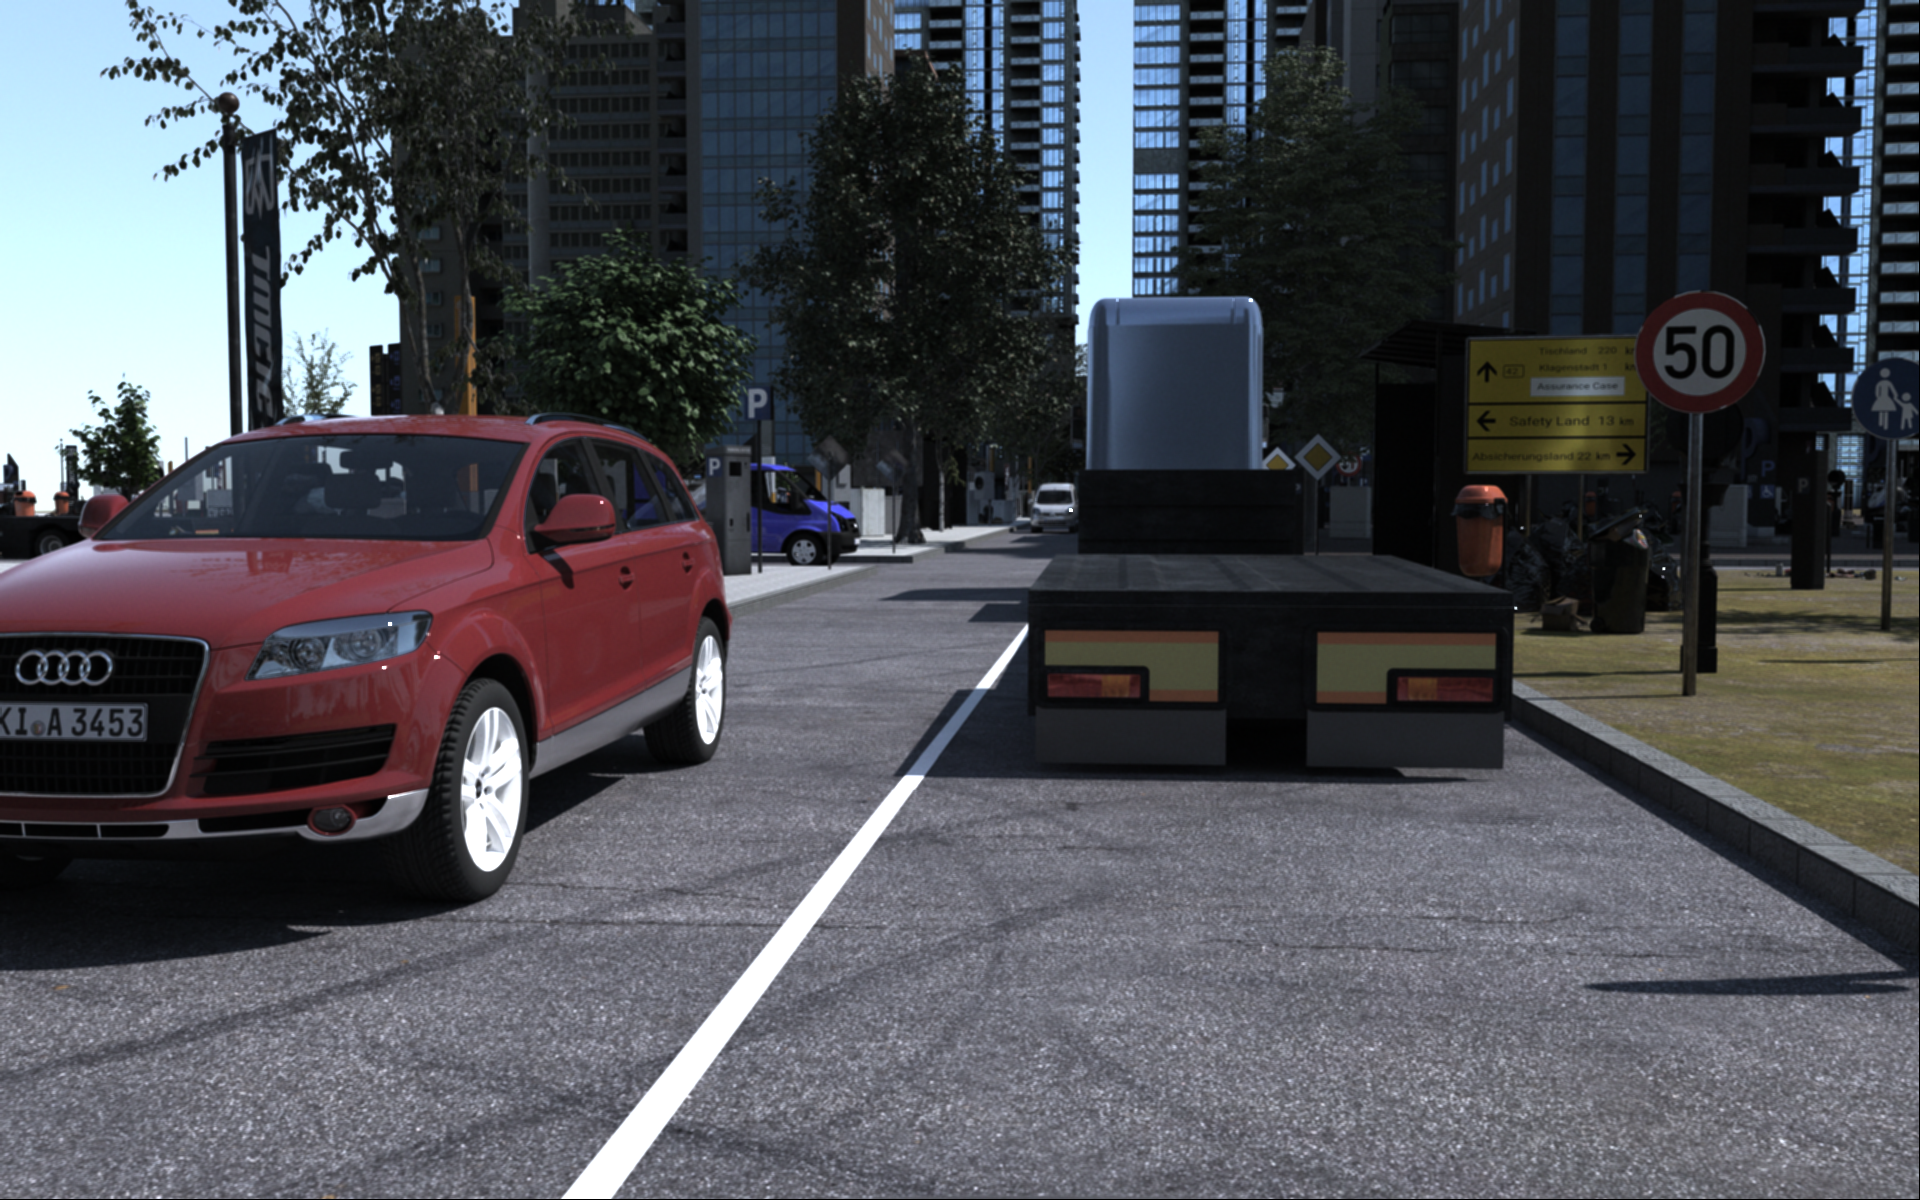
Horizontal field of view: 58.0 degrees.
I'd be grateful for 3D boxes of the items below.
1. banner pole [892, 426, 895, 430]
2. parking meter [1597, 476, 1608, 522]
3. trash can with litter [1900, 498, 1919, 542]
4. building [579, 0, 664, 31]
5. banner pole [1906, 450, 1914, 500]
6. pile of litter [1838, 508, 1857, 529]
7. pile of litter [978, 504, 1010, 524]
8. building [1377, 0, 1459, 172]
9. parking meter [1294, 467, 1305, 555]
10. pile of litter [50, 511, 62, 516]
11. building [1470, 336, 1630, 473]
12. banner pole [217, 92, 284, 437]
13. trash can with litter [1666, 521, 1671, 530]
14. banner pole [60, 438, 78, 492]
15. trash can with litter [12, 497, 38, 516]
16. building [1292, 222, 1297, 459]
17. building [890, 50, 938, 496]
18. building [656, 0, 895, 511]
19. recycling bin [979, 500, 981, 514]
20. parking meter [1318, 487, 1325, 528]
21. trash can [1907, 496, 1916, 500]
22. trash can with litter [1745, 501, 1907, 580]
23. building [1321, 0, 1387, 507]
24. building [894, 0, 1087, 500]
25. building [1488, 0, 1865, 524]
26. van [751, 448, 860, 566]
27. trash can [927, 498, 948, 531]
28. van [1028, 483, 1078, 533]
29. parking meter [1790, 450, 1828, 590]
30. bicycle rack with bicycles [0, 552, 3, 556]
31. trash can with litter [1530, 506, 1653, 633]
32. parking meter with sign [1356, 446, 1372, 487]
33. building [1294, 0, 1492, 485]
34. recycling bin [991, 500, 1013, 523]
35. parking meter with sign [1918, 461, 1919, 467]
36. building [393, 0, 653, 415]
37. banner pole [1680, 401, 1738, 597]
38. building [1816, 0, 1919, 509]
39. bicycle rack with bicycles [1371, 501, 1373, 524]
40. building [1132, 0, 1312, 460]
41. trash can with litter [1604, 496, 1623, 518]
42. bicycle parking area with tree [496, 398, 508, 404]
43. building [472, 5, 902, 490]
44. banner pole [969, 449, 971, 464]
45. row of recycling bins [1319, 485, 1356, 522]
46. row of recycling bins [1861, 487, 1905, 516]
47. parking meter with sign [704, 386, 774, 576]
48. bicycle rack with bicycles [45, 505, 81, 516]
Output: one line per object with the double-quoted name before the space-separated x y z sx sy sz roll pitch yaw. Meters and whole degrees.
"banner pole" -2.628 -4.522 63.945 0.863 3.779 0.401 -3 4 -38
"parking meter" 21.022 -3.117 56.674 0.255 1.863 0.399 3 4 37
"trash can with litter" 25.495 -2.111 45.903 1.055 1.170 0.624 -2 4 -29
"building" -43.347 -55.604 221.795 31.000 86.520 22.319 0 4 6
"banner pole" 53.587 -6.589 97.742 0.401 3.779 0.863 0 3 0
"pile of litter" 32.501 -3.046 63.771 1.719 0.858 1.176 -2 4 -30
"pile of litter" 1.334 -3.654 73.705 1.719 0.858 1.176 0 4 -6
"building" 31.496 -20.223 102.351 14.160 30.474 14.107 0 4 6
"parking meter" 6.989 -1.862 36.162 0.399 1.863 0.255 0 4 6
"pile of litter" -50.829 -5.129 97.820 1.176 0.858 1.719 2 4 35
"building" 63.792 -36.308 213.251 30.456 49.044 23.786 0 4 6
"banner pole" -4.390 -1.268 10.750 0.863 3.779 0.401 3 5 42
"trash can with litter" 25.852 -3.111 62.248 1.055 1.170 0.624 -2 4 -34
"banner pole" -40.189 -5.385 78.055 0.863 3.779 0.401 -2 4 -25
"trash can with litter" -50.989 -5.091 94.302 2.233 1.210 1.678 0 4 -3
"building" 39.017 -24.157 166.675 14.160 30.474 14.107 0 4 6
"building" -15.184 -31.398 167.989 28.867 44.769 22.147 0 4 6
"building" -12.378 -28.838 121.615 14.600 45.320 14.200 0 4 6
"recycling bin" 0.555 -4.119 79.903 0.722 1.027 0.722 0 4 -8
"parking meter" 13.441 -3.447 64.775 0.372 1.533 0.369 0 3 0
"trash can" 58.595 -5.812 106.676 0.748 1.137 0.748 0 3 0
"trash can with litter" 13.420 -0.954 26.656 1.678 1.210 2.233 -1 4 -22
"building" 38.206 -35.970 130.109 21.231 58.520 28.212 0 4 6
"building" 1.966 -55.333 217.372 31.000 86.520 22.319 0 4 6
"building" 31.300 -26.274 79.696 14.600 45.320 14.200 0 4 6
"van" -4.572 -1.799 33.791 5.245 2.365 2.240 0 4 7
"trash can" -0.778 -3.015 60.945 0.748 1.137 0.748 0 3 0
"van" 3.573 -3.526 64.655 2.013 2.044 4.112 0 4 7
"parking meter" 11.439 -1.078 23.344 0.255 1.863 0.399 -1 4 -20
"bicycle rack with bicycles" -6.896 0.161 10.743 2.852 0.926 2.925 2 4 25
"trash can with litter" 5.869 -0.288 16.099 1.055 1.170 0.624 2 4 31
"parking meter with sign" 14.769 -4.098 63.262 0.543 3.016 1.738 1 4 15
"building" 37.251 -30.709 152.200 14.600 45.320 14.200 0 4 6
"recycling bin" 1.840 -3.876 75.933 0.722 1.027 0.722 3 4 36
"parking meter with sign" 50.314 -5.755 90.355 0.543 3.016 1.738 2 4 27
"building" -40.990 -33.467 170.891 21.600 48.544 21.300 0 4 6
"banner pole" 9.295 -1.933 21.615 0.863 3.779 0.401 0 4 -1
"building" 79.616 -51.623 156.703 31.000 86.520 22.319 0 4 6
"bicycle rack with bicycles" 17.924 -3.782 75.214 2.852 0.926 2.925 -3 5 -40
"building" 33.075 -55.111 213.734 31.000 86.520 22.319 0 4 6
"trash can with litter" 19.055 -2.484 51.676 2.233 1.210 1.678 1 4 13
"bicycle parking area with tree" -11.143 -3.927 51.214 8.231 4.147 9.016 1 4 20
"building" -20.034 -27.514 141.733 32.217 40.220 23.993 0 4 6
"banner pole" 0.560 -6.386 94.421 0.401 3.779 0.863 0 4 3
"row of recycling bins" 17.097 -4.464 80.106 3.534 1.692 1.069 -2 4 -29
"row of recycling bins" 51.535 -5.479 96.698 1.069 1.692 3.534 0 4 0
"parking meter with sign" -3.695 -1.906 27.423 0.543 3.016 1.738 2 4 32
"bicycle rack with bicycles" -29.373 -2.805 59.242 2.925 0.926 2.852 0 4 8
